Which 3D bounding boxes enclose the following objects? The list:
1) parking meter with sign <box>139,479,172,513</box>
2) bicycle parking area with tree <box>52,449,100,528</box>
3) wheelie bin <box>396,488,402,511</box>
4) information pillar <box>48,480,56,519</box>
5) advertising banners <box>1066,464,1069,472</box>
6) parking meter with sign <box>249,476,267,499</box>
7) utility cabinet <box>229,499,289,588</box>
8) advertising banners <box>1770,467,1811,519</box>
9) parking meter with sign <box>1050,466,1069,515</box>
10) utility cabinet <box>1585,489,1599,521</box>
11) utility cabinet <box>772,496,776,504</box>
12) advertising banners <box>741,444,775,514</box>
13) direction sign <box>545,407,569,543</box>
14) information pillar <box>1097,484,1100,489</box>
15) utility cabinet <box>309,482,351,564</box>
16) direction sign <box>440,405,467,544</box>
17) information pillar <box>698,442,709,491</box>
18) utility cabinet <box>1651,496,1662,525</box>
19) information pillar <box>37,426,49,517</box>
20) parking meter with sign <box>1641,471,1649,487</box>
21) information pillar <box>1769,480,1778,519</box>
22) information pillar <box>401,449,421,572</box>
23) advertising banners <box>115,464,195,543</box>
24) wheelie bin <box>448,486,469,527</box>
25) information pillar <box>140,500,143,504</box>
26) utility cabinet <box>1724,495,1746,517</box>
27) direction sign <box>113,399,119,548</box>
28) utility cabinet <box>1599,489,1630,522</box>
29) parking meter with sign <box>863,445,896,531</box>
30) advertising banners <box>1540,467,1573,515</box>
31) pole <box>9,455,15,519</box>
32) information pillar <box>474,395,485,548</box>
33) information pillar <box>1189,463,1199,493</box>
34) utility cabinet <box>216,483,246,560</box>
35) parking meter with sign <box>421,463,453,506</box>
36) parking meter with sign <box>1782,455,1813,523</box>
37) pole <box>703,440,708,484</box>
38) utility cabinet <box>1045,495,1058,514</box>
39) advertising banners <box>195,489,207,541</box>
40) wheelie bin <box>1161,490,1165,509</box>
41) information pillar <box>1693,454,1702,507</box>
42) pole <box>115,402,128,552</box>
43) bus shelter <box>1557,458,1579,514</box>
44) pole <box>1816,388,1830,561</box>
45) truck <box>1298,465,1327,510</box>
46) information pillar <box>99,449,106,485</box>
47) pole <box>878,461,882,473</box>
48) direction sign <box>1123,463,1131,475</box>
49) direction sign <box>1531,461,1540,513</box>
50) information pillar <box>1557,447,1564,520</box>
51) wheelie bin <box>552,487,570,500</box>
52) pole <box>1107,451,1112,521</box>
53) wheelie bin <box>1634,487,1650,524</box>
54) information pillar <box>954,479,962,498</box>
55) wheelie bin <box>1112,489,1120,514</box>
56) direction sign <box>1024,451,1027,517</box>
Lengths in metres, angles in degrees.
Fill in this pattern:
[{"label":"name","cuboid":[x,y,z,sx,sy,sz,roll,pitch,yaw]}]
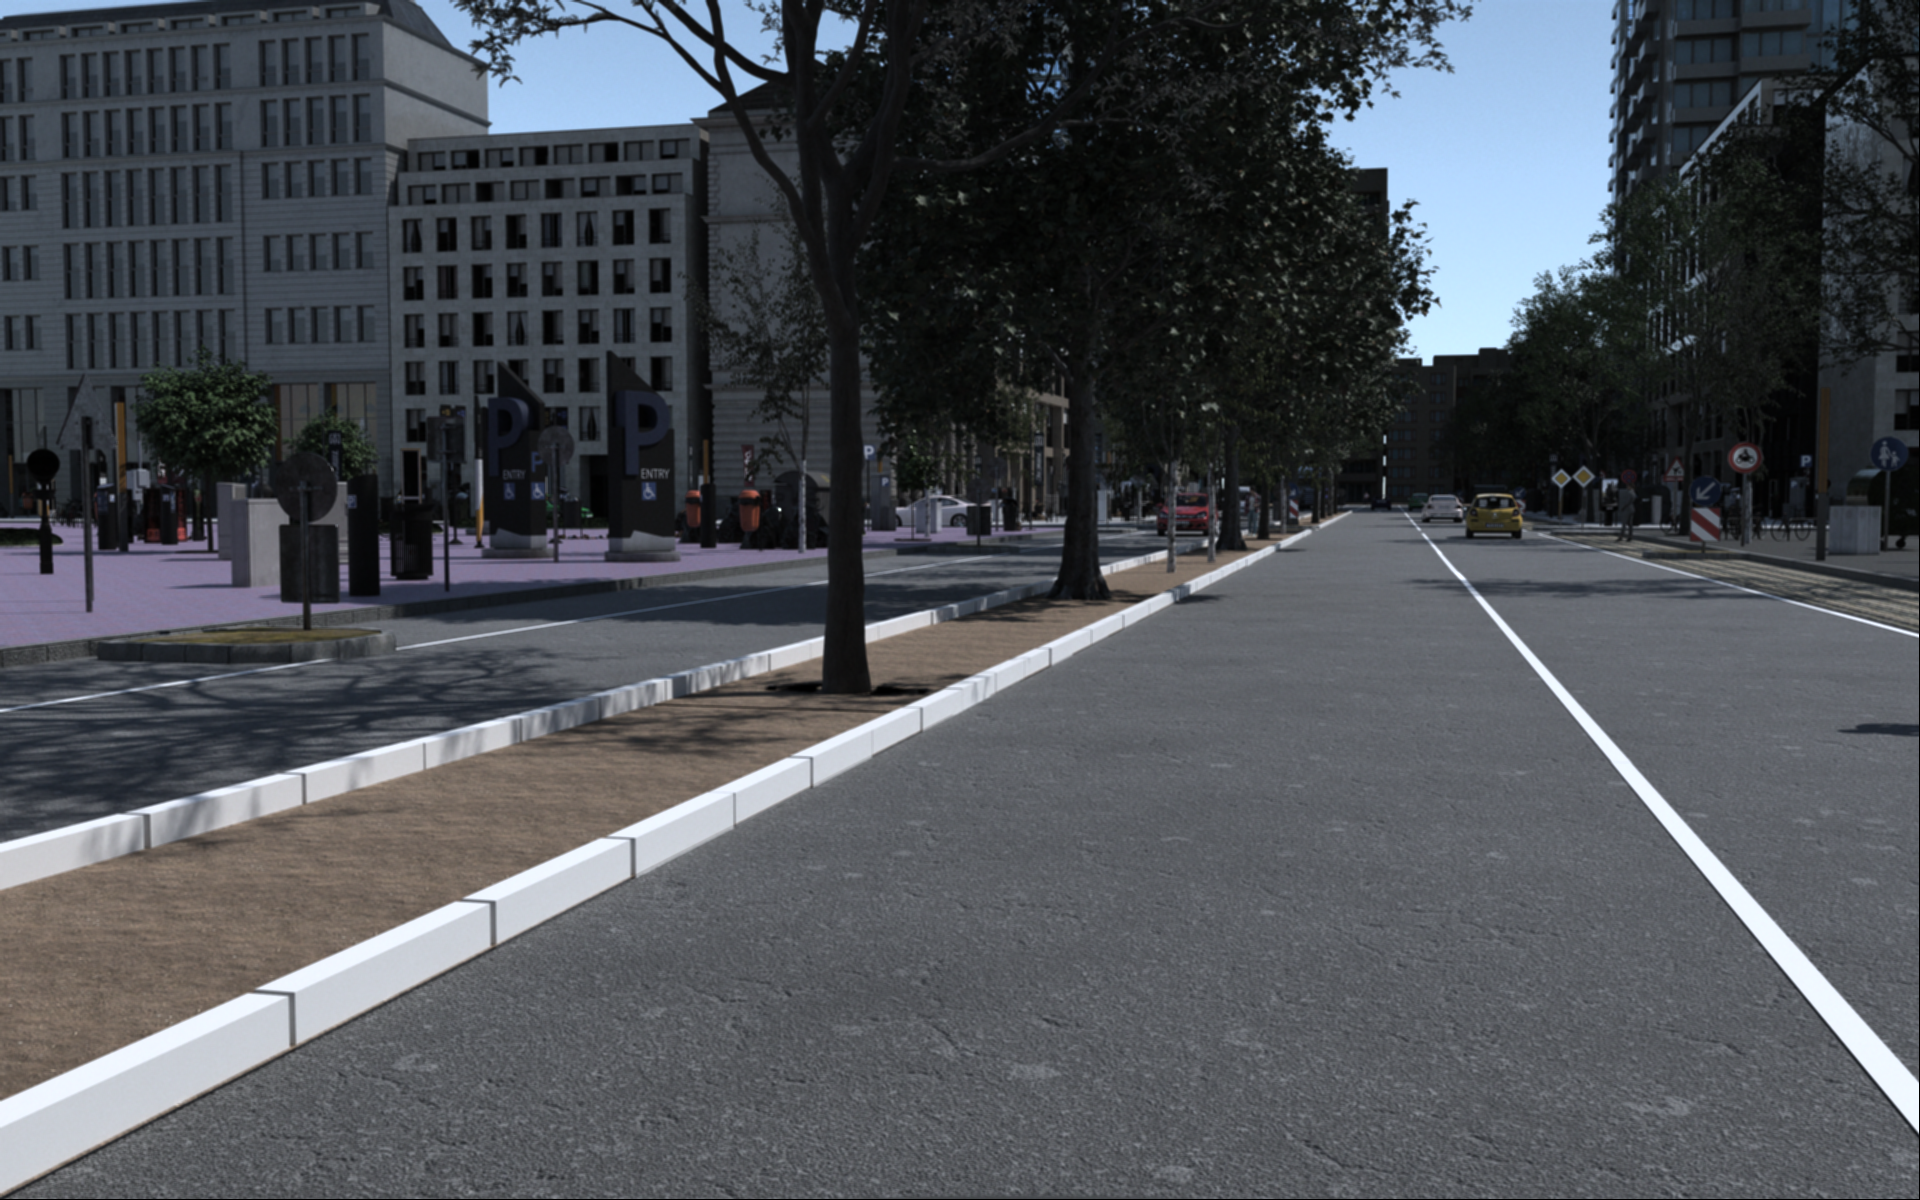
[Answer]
[{"label":"parking meter with sign","cuboid":[-42.166,-5.784,90.827,1.738,3.016,0.543,0,4,-1]},{"label":"bicycle parking area with tree","cuboid":[-36.092,-4.875,66.715,8.231,4.147,9.016,-1,4,-18]},{"label":"wheelie bin","cuboid":[-25.613,-4.418,80.150,0.693,1.594,0.980,1,4,15]},{"label":"information pillar","cuboid":[-46.795,-5.182,89.221,0.304,2.012,0.304,0,4,-1]},{"label":"advertising banners","cuboid":[6.142,-5.506,86.215,2.074,3.025,0.090,2,4,35]},{"label":"parking meter with sign","cuboid":[-29.195,-4.643,72.177,0.543,3.016,1.738,0,4,4]},{"label":"utility cabinet","cuboid":[-9.787,-0.800,24.235,0.306,1.237,1.020,1,4,11]},{"label":"advertising banners","cuboid":[42.272,-5.618,88.038,2.074,3.025,0.090,0,4,3]},{"label":"parking meter with sign","cuboid":[6.476,-6.770,106.947,1.738,3.016,0.543,-1,4,-18]},{"label":"utility cabinet","cuboid":[30.297,-4.504,82.317,0.318,1.500,1.173,-2,4,-31]},{"label":"utility cabinet","cuboid":[-6.764,-3.271,64.642,0.306,1.237,1.020,-3,5,-42]},{"label":"advertising banners","cuboid":[-6.906,-4.013,61.796,2.074,3.025,0.090,-3,4,-38]},{"label":"direction sign","cuboid":[-10.573,-3.250,45.133,0.876,3.537,0.379,1,4,21]},{"label":"information pillar","cuboid":[10.123,-7.567,128.215,0.304,2.012,0.304,-1,4,-14]},{"label":"utility cabinet","cuboid":[-11.328,-1.402,31.594,0.318,1.500,1.173,3,5,43]},{"label":"direction sign","cuboid":[-12.914,-3.194,44.227,0.379,3.537,0.876,2,4,27]},{"label":"information pillar","cuboid":[-11.398,-5.249,77.168,0.504,3.616,0.183,-1,4,-21]},{"label":"utility cabinet","cuboid":[28.995,-3.726,72.085,0.306,1.237,1.020,1,4,17]},{"label":"information pillar","cuboid":[-31.458,-4.163,59.418,0.504,3.616,0.183,2,4,32]},{"label":"parking meter with sign","cuboid":[50.475,-8.047,127.823,0.543,3.016,1.738,2,4,27]},{"label":"information pillar","cuboid":[41.784,-5.167,88.971,0.304,2.012,0.304,3,5,41]},{"label":"information pillar","cuboid":[-8.941,-1.453,28.249,0.304,2.012,0.304,-1,4,-16]},{"label":"advertising banners","cuboid":[-21.101,-2.996,45.165,2.074,3.025,0.090,0,4,1]},{"label":"wheelie bin","cuboid":[-19.729,-3.679,68.068,0.980,1.594,0.693,1,4,20]},{"label":"information pillar","cuboid":[-34.041,-4.150,72.343,0.304,2.012,0.304,-3,4,-37]},{"label":"utility cabinet","cuboid":[38.031,-4.511,84.922,1.020,1.237,0.306,1,4,22]},{"label":"direction sign","cuboid":[-20.205,-3.027,41.493,0.379,3.537,0.876,-2,4,-28]},{"label":"utility cabinet","cuboid":[29.984,-4.314,79.218,1.173,1.500,0.318,1,4,9]},{"label":"parking meter with sign","cuboid":[-2.797,-3.933,60.559,0.543,3.016,1.738,-2,4,-33]},{"label":"advertising banners","cuboid":[37.284,-6.858,108.312,2.074,3.025,0.090,0,4,-1]},{"label":"pole","cuboid":[-49.732,-5.931,90.807,0.158,3.312,0.155,0,3,0]},{"label":"information pillar","cuboid":[-11.457,-3.051,41.243,0.183,3.616,0.504,0,4,-5]},{"label":"information pillar","cuboid":[17.688,-8.481,130.020,0.504,3.616,0.183,0,4,1]},{"label":"utility cabinet","cuboid":[-14.245,-1.544,33.927,0.318,1.500,1.173,-1,4,-11]},{"label":"parking meter with sign","cuboid":[-26.592,-5.613,88.036,1.738,3.016,0.543,0,4,6]},{"label":"parking meter with sign","cuboid":[37.021,-4.915,76.620,1.738,3.016,0.543,-3,4,-39]},{"label":"pole","cuboid":[-9.553,-4.360,65.126,0.158,3.312,0.155,0,3,0]},{"label":"utility cabinet","cuboid":[5.998,-6.210,112.701,1.020,1.237,0.306,3,5,41]},{"label":"advertising banners","cuboid":[-20.940,-3.077,46.503,0.090,3.025,2.074,1,4,12]},{"label":"wheelie bin","cuboid":[16.006,-7.901,137.089,0.693,1.594,0.980,-2,4,-25]},{"label":"information pillar","cuboid":[42.725,-6.670,100.406,0.504,3.616,0.183,-1,4,-14]},{"label":"pole","cuboid":[-18.723,-2.742,38.673,0.158,3.312,0.155,0,3,0]},{"label":"bus shelter","cuboid":[39.056,-7.355,111.539,1.731,3.624,6.357,1,4,14]},{"label":"pole","cuboid":[16.625,-2.417,33.365,0.158,3.312,0.155,0,3,0]},{"label":"truck","cuboid":[33.777,-10.803,166.386,2.967,4.110,18.799,1,4,12]},{"label":"information pillar","cuboid":[-43.492,-5.901,87.841,0.183,3.616,0.504,1,4,10]},{"label":"pole","cuboid":[-3.604,-5.153,78.102,0.158,3.312,0.155,0,3,0]},{"label":"direction sign","cuboid":[12.081,-8.107,124.541,0.876,3.537,0.379,2,4,35]},{"label":"direction sign","cuboid":[39.230,-7.709,118.036,0.379,3.537,0.876,-1,4,-19]},{"label":"information pillar","cuboid":[30.130,-5.837,86.785,0.183,3.616,0.504,2,4,32]},{"label":"wheelie bin","cuboid":[-18.454,-4.420,80.182,0.693,1.594,0.980,3,4,36]},{"label":"pole","cuboid":[7.158,-5.450,82.945,0.158,3.312,0.155,0,3,0]},{"label":"wheelie bin","cuboid":[29.216,-4.079,74.606,0.980,1.594,0.693,-3,4,-36]},{"label":"information pillar","cuboid":[-0.098,-4.903,84.649,0.304,2.012,0.304,1,4,22]},{"label":"wheelie bin","cuboid":[9.704,-6.272,110.461,0.693,1.594,0.980,0,4,6]},{"label":"direction sign","cuboid":[3.485,-6.093,91.612,0.379,3.537,0.876,0,4,-4]}]
